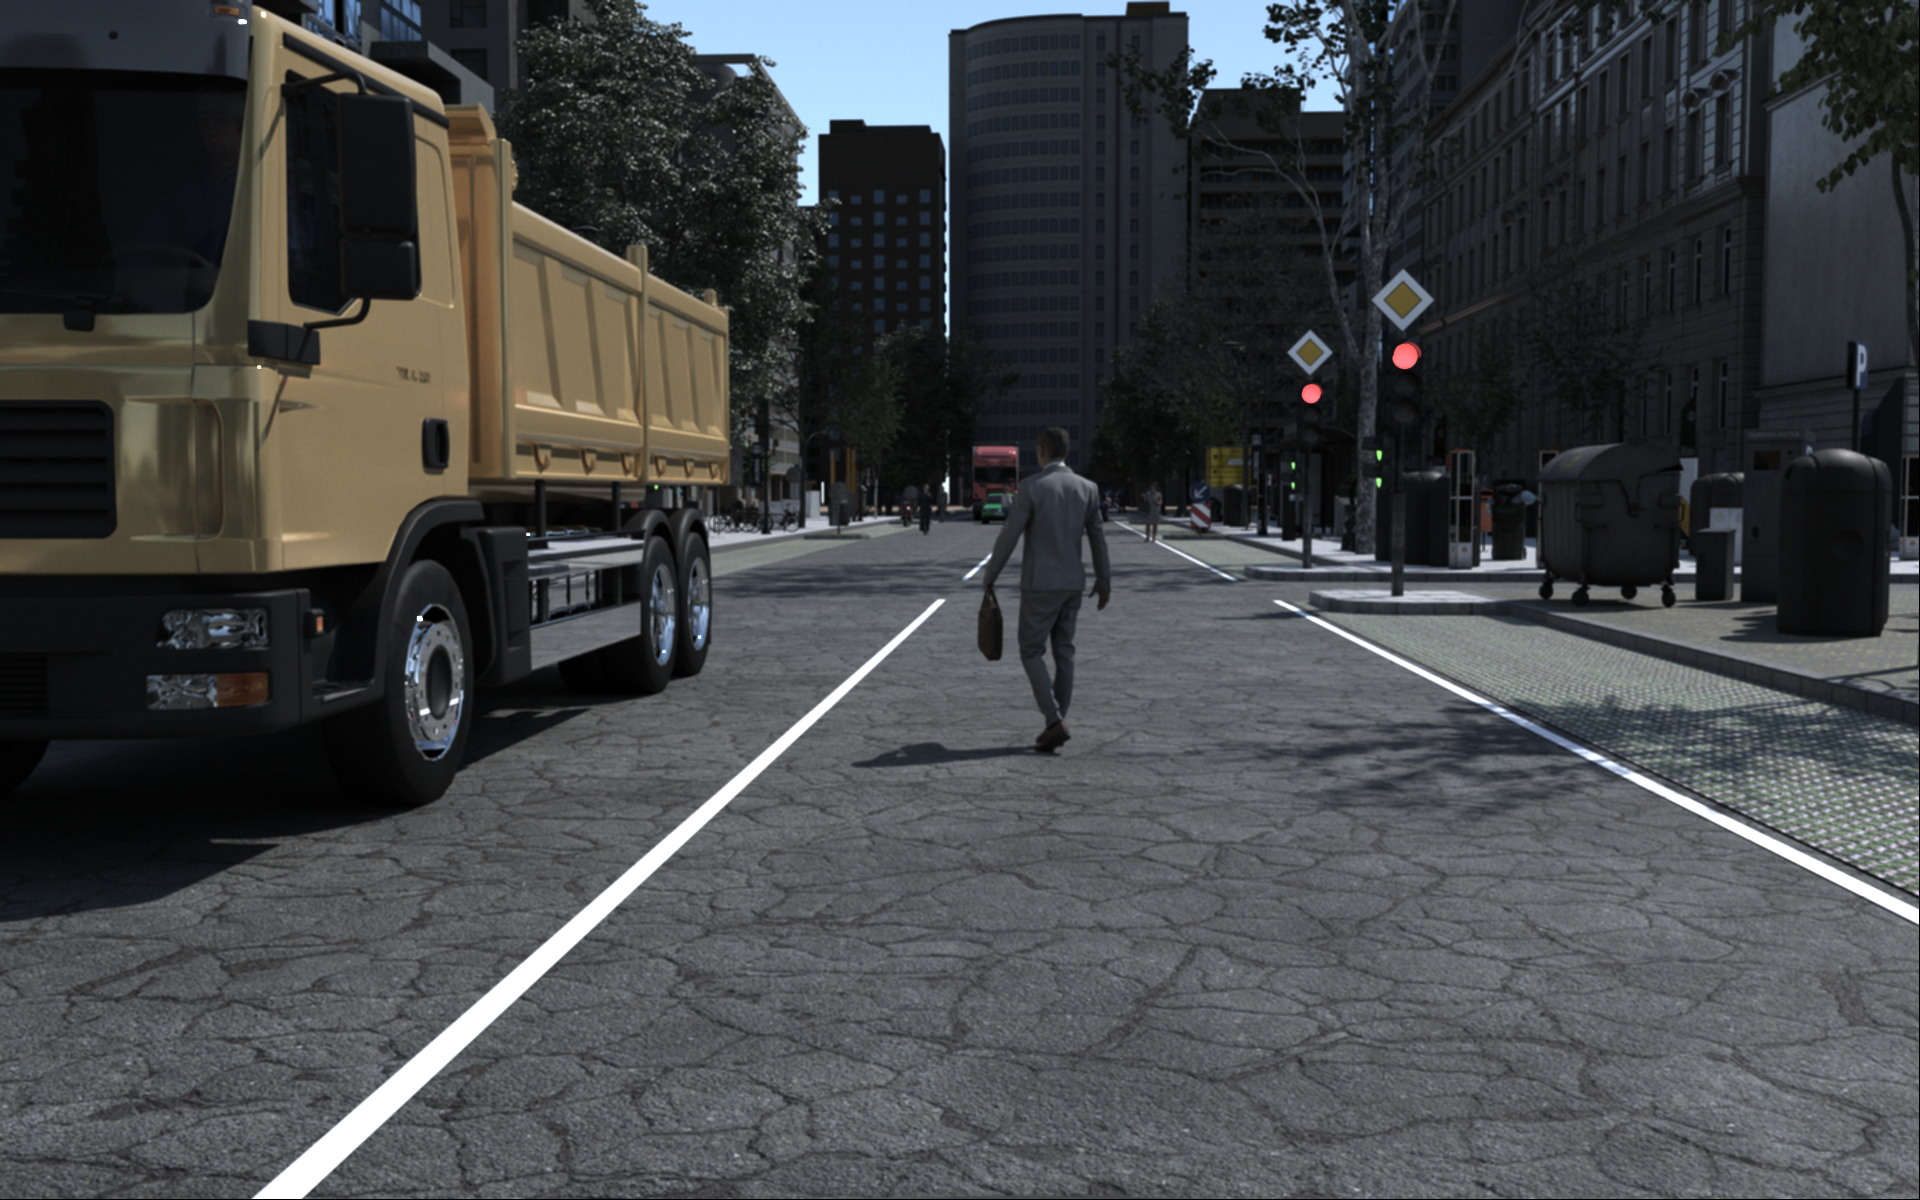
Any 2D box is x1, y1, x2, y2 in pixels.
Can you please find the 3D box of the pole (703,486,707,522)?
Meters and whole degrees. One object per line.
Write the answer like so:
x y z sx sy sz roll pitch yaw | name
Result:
-11.924 -5.326 80.916 0.158 3.312 0.155 0 3 0 | pole

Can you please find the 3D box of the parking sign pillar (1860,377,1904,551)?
21.007 -3.123 39.527 1.447 3.967 1.447 -3 5 -40 | parking sign pillar

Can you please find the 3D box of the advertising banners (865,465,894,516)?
-4.832 -6.525 102.873 2.074 3.025 0.090 2 4 32 | advertising banners

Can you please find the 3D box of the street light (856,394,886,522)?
-4.125 -6.611 80.626 1.470 5.913 1.316 0 4 3 | street light

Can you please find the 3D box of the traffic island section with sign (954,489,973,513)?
0.605 -7.552 132.101 1.989 1.847 2.006 0 4 3 | traffic island section with sign

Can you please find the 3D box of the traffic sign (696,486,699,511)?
-7.902 -3.185 52.174 0.768 2.556 0.104 1 4 11 | traffic sign

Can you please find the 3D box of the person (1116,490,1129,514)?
11.630 -7.053 124.373 0.990 1.755 0.434 3 4 36 | person

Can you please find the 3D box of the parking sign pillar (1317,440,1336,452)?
17.319 -5.673 81.231 1.447 3.967 1.447 2 4 29 | parking sign pillar

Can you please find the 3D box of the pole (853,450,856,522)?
-4.888 -5.250 79.678 0.158 3.312 0.155 0 3 0 | pole

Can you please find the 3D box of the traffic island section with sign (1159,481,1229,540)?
7.415 -2.813 54.612 1.989 1.847 2.006 0 4 3 | traffic island section with sign

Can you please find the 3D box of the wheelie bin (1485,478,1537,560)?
10.754 -1.586 33.841 0.980 1.594 0.693 1 4 22 | wheelie bin

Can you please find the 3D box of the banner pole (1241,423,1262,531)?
10.246 -4.321 60.670 0.401 3.779 0.863 -3 5 -42 | banner pole

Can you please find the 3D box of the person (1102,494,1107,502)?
11.712 -7.929 141.397 1.065 1.426 0.557 -3 5 -43 | person

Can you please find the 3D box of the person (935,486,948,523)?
-0.920 -4.780 86.756 0.694 1.812 0.767 3 4 36 | person

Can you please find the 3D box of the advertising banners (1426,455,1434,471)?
22.019 -5.047 78.711 2.074 3.025 0.090 -1 4 -20 | advertising banners

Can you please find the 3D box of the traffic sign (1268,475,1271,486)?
15.800 -5.351 89.615 0.606 2.300 0.079 0 4 6 | traffic sign

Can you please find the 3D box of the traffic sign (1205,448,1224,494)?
11.855 -5.004 75.686 2.265 3.308 0.079 0 4 6 | traffic sign

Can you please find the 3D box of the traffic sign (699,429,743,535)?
-7.926 -3.716 54.628 2.265 3.308 0.079 1 4 12 | traffic sign

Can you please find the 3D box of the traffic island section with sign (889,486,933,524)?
-2.284 -4.494 82.104 1.989 1.847 2.006 0 4 3 | traffic island section with sign

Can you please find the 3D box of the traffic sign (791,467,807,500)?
-7.525 -4.953 81.083 0.768 2.556 0.104 0 4 5 | traffic sign

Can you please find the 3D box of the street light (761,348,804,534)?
-5.657 -5.055 55.185 1.470 5.913 1.316 0 4 3 | street light

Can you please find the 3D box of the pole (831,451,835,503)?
-6.051 -5.420 82.460 0.158 3.312 0.155 0 3 0 | pole

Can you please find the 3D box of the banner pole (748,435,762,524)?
-8.726 -5.101 73.419 0.863 3.779 0.401 2 4 29 | banner pole

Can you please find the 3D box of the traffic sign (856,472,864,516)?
-5.888 -6.052 99.061 0.768 2.556 0.104 1 4 12 | traffic sign

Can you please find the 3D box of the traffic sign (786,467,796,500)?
-7.800 -4.965 81.283 0.768 2.556 0.104 1 4 9 | traffic sign

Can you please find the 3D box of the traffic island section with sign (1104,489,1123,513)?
11.852 -7.514 131.483 1.989 1.847 2.006 0 4 3 | traffic island section with sign

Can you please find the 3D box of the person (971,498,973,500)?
1.427 -7.814 136.200 1.348 1.831 0.705 -3 5 -41 | person

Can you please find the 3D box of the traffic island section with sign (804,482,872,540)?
-3.844 -2.838 55.034 1.989 1.847 2.006 0 4 3 | traffic island section with sign

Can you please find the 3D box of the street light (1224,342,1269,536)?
8.790 -4.930 53.151 1.470 5.913 1.316 0 4 3 | street light

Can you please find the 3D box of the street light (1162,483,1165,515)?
11.737 -8.040 103.999 1.470 5.913 1.316 0 4 3 | street light

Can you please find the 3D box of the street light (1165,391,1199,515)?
10.188 -6.467 78.274 1.470 5.913 1.316 0 4 3 | street light

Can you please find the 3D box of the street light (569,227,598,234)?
-6.986 -3.531 30.270 1.470 5.913 1.316 0 4 3 | street light

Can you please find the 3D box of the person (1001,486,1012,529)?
1.759 -3.434 65.312 0.731 1.740 0.598 3 4 38 | person

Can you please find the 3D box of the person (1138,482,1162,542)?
5.643 -2.615 51.614 0.716 1.782 0.532 1 4 19 | person

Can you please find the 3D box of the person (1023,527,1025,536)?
1.833 -2.253 46.337 0.522 1.701 0.512 1 4 16 | person

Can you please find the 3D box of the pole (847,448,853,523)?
-4.932 -5.061 76.597 0.158 3.312 0.155 0 3 0 | pole

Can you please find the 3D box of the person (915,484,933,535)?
-1.245 -3.172 60.784 0.576 1.772 0.534 -2 4 -26 | person

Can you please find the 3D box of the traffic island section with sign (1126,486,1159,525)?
8.985 -4.468 81.678 1.989 1.847 2.006 0 4 3 | traffic island section with sign

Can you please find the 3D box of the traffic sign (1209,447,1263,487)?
11.838 -4.924 74.375 2.265 3.308 0.079 0 4 4 | traffic sign

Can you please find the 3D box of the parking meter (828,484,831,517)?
-7.088 -5.481 95.317 0.255 1.863 0.399 1 4 17 | parking meter

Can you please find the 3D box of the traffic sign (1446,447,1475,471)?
13.643 -2.885 47.275 0.768 2.556 0.104 1 4 11 | traffic sign

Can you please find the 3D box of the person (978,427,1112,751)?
0.499 -0.078 9.889 0.709 1.813 0.853 -2 4 -27 | person

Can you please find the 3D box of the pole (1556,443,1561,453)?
24.089 -4.647 69.823 0.158 3.312 0.155 0 3 0 | pole

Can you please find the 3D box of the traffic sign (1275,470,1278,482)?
16.072 -5.277 86.392 0.768 2.556 0.104 0 4 4 | traffic sign

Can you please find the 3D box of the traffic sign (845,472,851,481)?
-6.381 -6.189 101.301 0.768 2.556 0.104 1 4 11 | traffic sign

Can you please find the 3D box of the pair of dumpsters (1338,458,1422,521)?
11.607 -2.779 47.930 1.574 2.255 4.437 0 4 3 | pair of dumpsters
